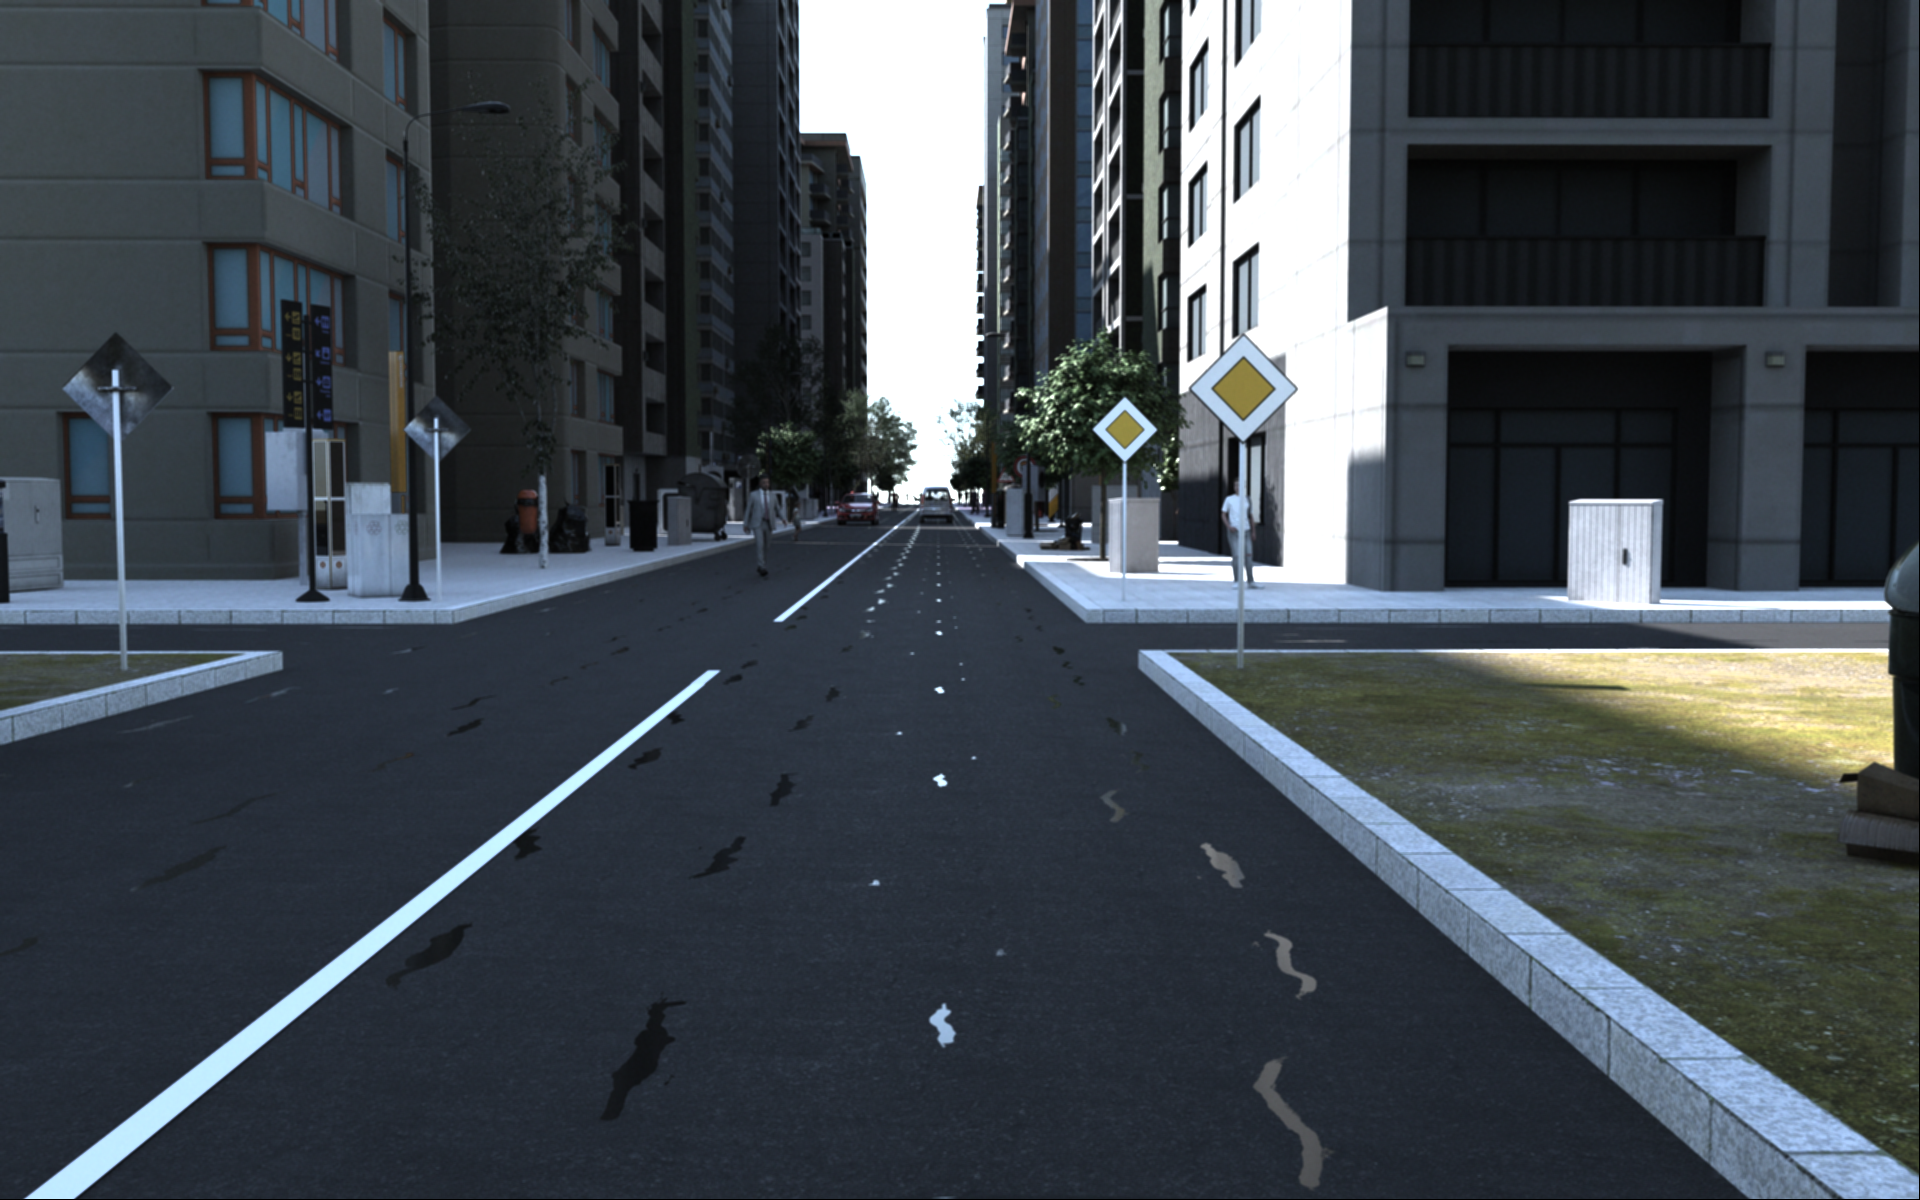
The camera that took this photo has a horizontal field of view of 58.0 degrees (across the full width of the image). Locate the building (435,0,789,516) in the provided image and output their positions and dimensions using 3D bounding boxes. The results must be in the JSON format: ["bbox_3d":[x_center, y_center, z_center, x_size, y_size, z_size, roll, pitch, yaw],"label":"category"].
[{"bbox_3d":[-27.052,-25.399,107.151,32.217,40.220,23.993,0,4,-1],"label":"building"}]

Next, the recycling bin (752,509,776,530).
[{"bbox_3d":[-6.985,-3.006,61.710,0.722,1.027,0.722,-1,4,-21],"label":"recycling bin"}]

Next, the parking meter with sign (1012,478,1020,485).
[{"bbox_3d":[2.788,-5.188,81.082,1.738,3.016,0.543,0,4,-5],"label":"parking meter with sign"}]

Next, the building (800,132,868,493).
[{"bbox_3d":[-23.637,-37.415,235.443,21.300,48.544,21.600,0,4,-1],"label":"building"}]

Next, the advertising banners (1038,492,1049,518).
[{"bbox_3d":[4.299,-5.961,93.646,2.074,3.025,0.090,1,4,20],"label":"advertising banners"}]

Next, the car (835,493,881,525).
[{"bbox_3d":[-4.742,-4.388,80.790,2.155,1.783,4.494,0,3,0],"label":"car"}]

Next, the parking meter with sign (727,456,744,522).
[{"bbox_3d":[-10.320,-5.117,79.929,0.543,3.016,1.738,-2,4,-29],"label":"parking meter with sign"}]

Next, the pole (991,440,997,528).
[{"bbox_3d":[1.293,-4.396,65.712,0.158,3.312,0.155,0,3,0],"label":"pole"}]

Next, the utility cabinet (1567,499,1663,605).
[{"bbox_3d":[7.730,-0.569,20.468,0.306,1.237,1.020,-3,5,-45],"label":"utility cabinet"}]

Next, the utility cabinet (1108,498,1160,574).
[{"bbox_3d":[2.840,-1.048,28.297,0.306,1.237,1.020,3,5,43],"label":"utility cabinet"}]

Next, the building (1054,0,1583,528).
[{"bbox_3d":[15.147,-39.291,80.662,20.563,71.187,20.611,0,4,-1],"label":"building"}]

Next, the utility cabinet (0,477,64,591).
[{"bbox_3d":[-12.381,-0.869,22.894,0.318,1.500,1.173,1,4,9],"label":"utility cabinet"}]

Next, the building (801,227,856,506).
[{"bbox_3d":[-18.794,-25.522,188.987,14.160,30.474,14.107,0,4,-1],"label":"building"}]

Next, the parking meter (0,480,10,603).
[{"bbox_3d":[-11.417,-0.732,20.372,0.372,1.533,0.369,0,3,0],"label":"parking meter"}]

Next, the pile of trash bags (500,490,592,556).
[{"bbox_3d":[-9.061,-1.698,37.508,1.912,1.369,3.447,0,4,-4],"label":"pile of trash bags"}]

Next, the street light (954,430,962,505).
[{"bbox_3d":[0.504,-9.414,126.452,1.470,5.913,1.316,0,4,-1],"label":"street light"}]

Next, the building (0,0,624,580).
[{"bbox_3d":[-24.245,-11.888,39.411,27.650,21.520,28.899,0,4,-1],"label":"building"}]

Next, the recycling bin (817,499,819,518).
[{"bbox_3d":[-7.901,-4.851,91.861,0.722,1.027,0.722,0,4,4],"label":"recycling bin"}]

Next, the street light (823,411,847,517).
[{"bbox_3d":[-7.006,-7.609,96.942,1.470,5.913,1.316,0,4,-1],"label":"street light"}]

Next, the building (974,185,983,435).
[{"bbox_3d":[13.167,-35.844,240.678,22.147,44.769,28.867,0,4,-1],"label":"building"}]

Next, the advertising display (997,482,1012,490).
[{"bbox_3d":[2.268,-5.089,88.423,0.974,1.923,0.123,3,4,38],"label":"advertising display"}]

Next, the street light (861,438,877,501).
[{"bbox_3d":[-7.576,-10.393,142.470,1.470,5.913,1.316,0,4,-1],"label":"street light"}]

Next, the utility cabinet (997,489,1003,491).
[{"bbox_3d":[1.888,-4.573,83.443,0.318,1.500,1.173,1,4,16],"label":"utility cabinet"}]

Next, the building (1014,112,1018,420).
[{"bbox_3d":[11.076,-22.075,132.634,14.160,30.474,14.107,0,4,-1],"label":"building"}]

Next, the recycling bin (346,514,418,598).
[{"bbox_3d":[-7.276,-0.567,21.820,0.722,1.027,0.722,-2,4,-32],"label":"recycling bin"}]

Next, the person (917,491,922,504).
[{"bbox_3d":[-5.388,-13.963,236.814,1.348,1.822,0.705,1,4,15],"label":"person"}]

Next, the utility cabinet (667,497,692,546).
[{"bbox_3d":[-7.047,-1.982,43.562,0.306,1.237,1.020,1,4,10],"label":"utility cabinet"}]

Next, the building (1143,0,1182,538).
[{"bbox_3d":[12.656,-17.350,55.378,14.160,30.474,14.107,0,4,-1],"label":"building"}]

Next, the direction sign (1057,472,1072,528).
[{"bbox_3d":[3.890,-4.537,66.170,0.876,3.537,0.379,0,4,-6],"label":"direction sign"}]

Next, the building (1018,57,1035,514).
[{"bbox_3d":[11.563,-21.214,118.558,14.160,30.474,14.107,0,4,-1],"label":"building"}]

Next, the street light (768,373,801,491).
[{"bbox_3d":[-6.771,-5.745,66.466,1.470,5.913,1.316,0,4,-1],"label":"street light"}]

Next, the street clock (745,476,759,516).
[{"bbox_3d":[-7.611,-3.609,63.582,0.471,2.002,0.358,-2,4,-34],"label":"street clock"}]

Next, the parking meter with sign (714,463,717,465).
[{"bbox_3d":[-14.256,-6.062,95.381,1.738,3.016,0.543,-3,5,-41],"label":"parking meter with sign"}]

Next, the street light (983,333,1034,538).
[{"bbox_3d":[1.446,-4.740,50.046,1.470,5.913,1.316,0,4,-1],"label":"street light"}]

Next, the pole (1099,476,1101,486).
[{"bbox_3d":[4.148,-3.462,50.441,0.158,3.312,0.155,0,3,0],"label":"pole"}]

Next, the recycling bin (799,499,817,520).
[{"bbox_3d":[-7.633,-4.488,85.929,0.722,1.027,0.722,0,4,5],"label":"recycling bin"}]

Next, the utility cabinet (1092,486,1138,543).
[{"bbox_3d":[4.032,-2.231,45.149,1.173,1.500,0.318,1,4,9],"label":"utility cabinet"}]

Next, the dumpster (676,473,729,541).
[{"bbox_3d":[-7.094,-2.562,47.641,1.264,1.857,1.865,0,4,-1],"label":"dumpster"}]

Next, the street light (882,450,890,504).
[{"bbox_3d":[-8.151,-12.745,180.916,1.470,5.913,1.316,0,4,-1],"label":"street light"}]

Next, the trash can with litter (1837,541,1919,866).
[{"bbox_3d":[3.608,0.315,6.232,0.624,1.170,1.055,3,5,44],"label":"trash can with litter"}]

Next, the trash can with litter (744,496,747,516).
[{"bbox_3d":[-11.122,-4.704,88.296,0.624,1.170,1.055,3,5,42],"label":"trash can with litter"}]

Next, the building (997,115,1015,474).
[{"bbox_3d":[11.094,-30.980,190.111,14.154,41.232,14.086,0,4,-1],"label":"building"}]

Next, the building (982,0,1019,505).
[{"bbox_3d":[13.337,-40.949,211.516,21.231,58.520,28.212,0,4,-1],"label":"building"}]

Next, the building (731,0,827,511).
[{"bbox_3d":[-22.172,-43.509,149.617,20.563,71.187,20.611,0,4,-1],"label":"building"}]

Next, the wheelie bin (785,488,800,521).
[{"bbox_3d":[-8.020,-4.591,82.978,0.693,1.594,0.980,0,4,1],"label":"wheelie bin"}]

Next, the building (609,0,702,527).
[{"bbox_3d":[-18.504,-18.233,69.818,14.160,30.474,14.107,0,4,-1],"label":"building"}]

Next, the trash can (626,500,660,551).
[{"bbox_3d":[-7.114,-1.667,38.906,0.748,1.137,0.748,0,3,0],"label":"trash can"}]

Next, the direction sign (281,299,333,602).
[{"bbox_3d":[-7.753,-1.752,20.641,0.379,3.537,0.876,1,4,17],"label":"direction sign"}]

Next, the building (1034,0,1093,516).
[{"bbox_3d":[11.779,-27.730,103.503,14.600,45.320,14.200,0,4,-1],"label":"building"}]

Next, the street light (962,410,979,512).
[{"bbox_3d":[0.968,-7.505,95.252,1.470,5.913,1.316,0,4,-1],"label":"street light"}]

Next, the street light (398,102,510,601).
[{"bbox_3d":[-6.030,-2.944,20.680,1.470,5.913,1.316,0,4,-1],"label":"street light"}]

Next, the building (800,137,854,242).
[{"bbox_3d":[-24.221,-33.964,209.930,22.147,44.769,28.867,0,4,-1],"label":"building"}]

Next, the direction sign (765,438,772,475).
[{"bbox_3d":[-7.726,-4.764,69.891,0.379,3.537,0.876,1,4,9],"label":"direction sign"}]

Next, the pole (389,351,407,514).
[{"bbox_3d":[-8.054,-1.896,24.844,0.158,3.312,0.155,0,3,0],"label":"pole"}]

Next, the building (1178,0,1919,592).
[{"bbox_3d":[15.733,-36.247,30.887,20.611,71.187,20.563,0,4,-1],"label":"building"}]

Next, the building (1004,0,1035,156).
[{"bbox_3d":[15.160,-30.543,154.003,22.147,44.769,28.867,0,4,-1],"label":"building"}]

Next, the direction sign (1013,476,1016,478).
[{"bbox_3d":[2.851,-5.558,82.874,0.876,3.537,0.379,0,4,4],"label":"direction sign"}]

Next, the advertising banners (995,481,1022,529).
[{"bbox_3d":[1.914,-4.135,63.798,0.090,3.025,2.074,-2,4,-33],"label":"advertising banners"}]
